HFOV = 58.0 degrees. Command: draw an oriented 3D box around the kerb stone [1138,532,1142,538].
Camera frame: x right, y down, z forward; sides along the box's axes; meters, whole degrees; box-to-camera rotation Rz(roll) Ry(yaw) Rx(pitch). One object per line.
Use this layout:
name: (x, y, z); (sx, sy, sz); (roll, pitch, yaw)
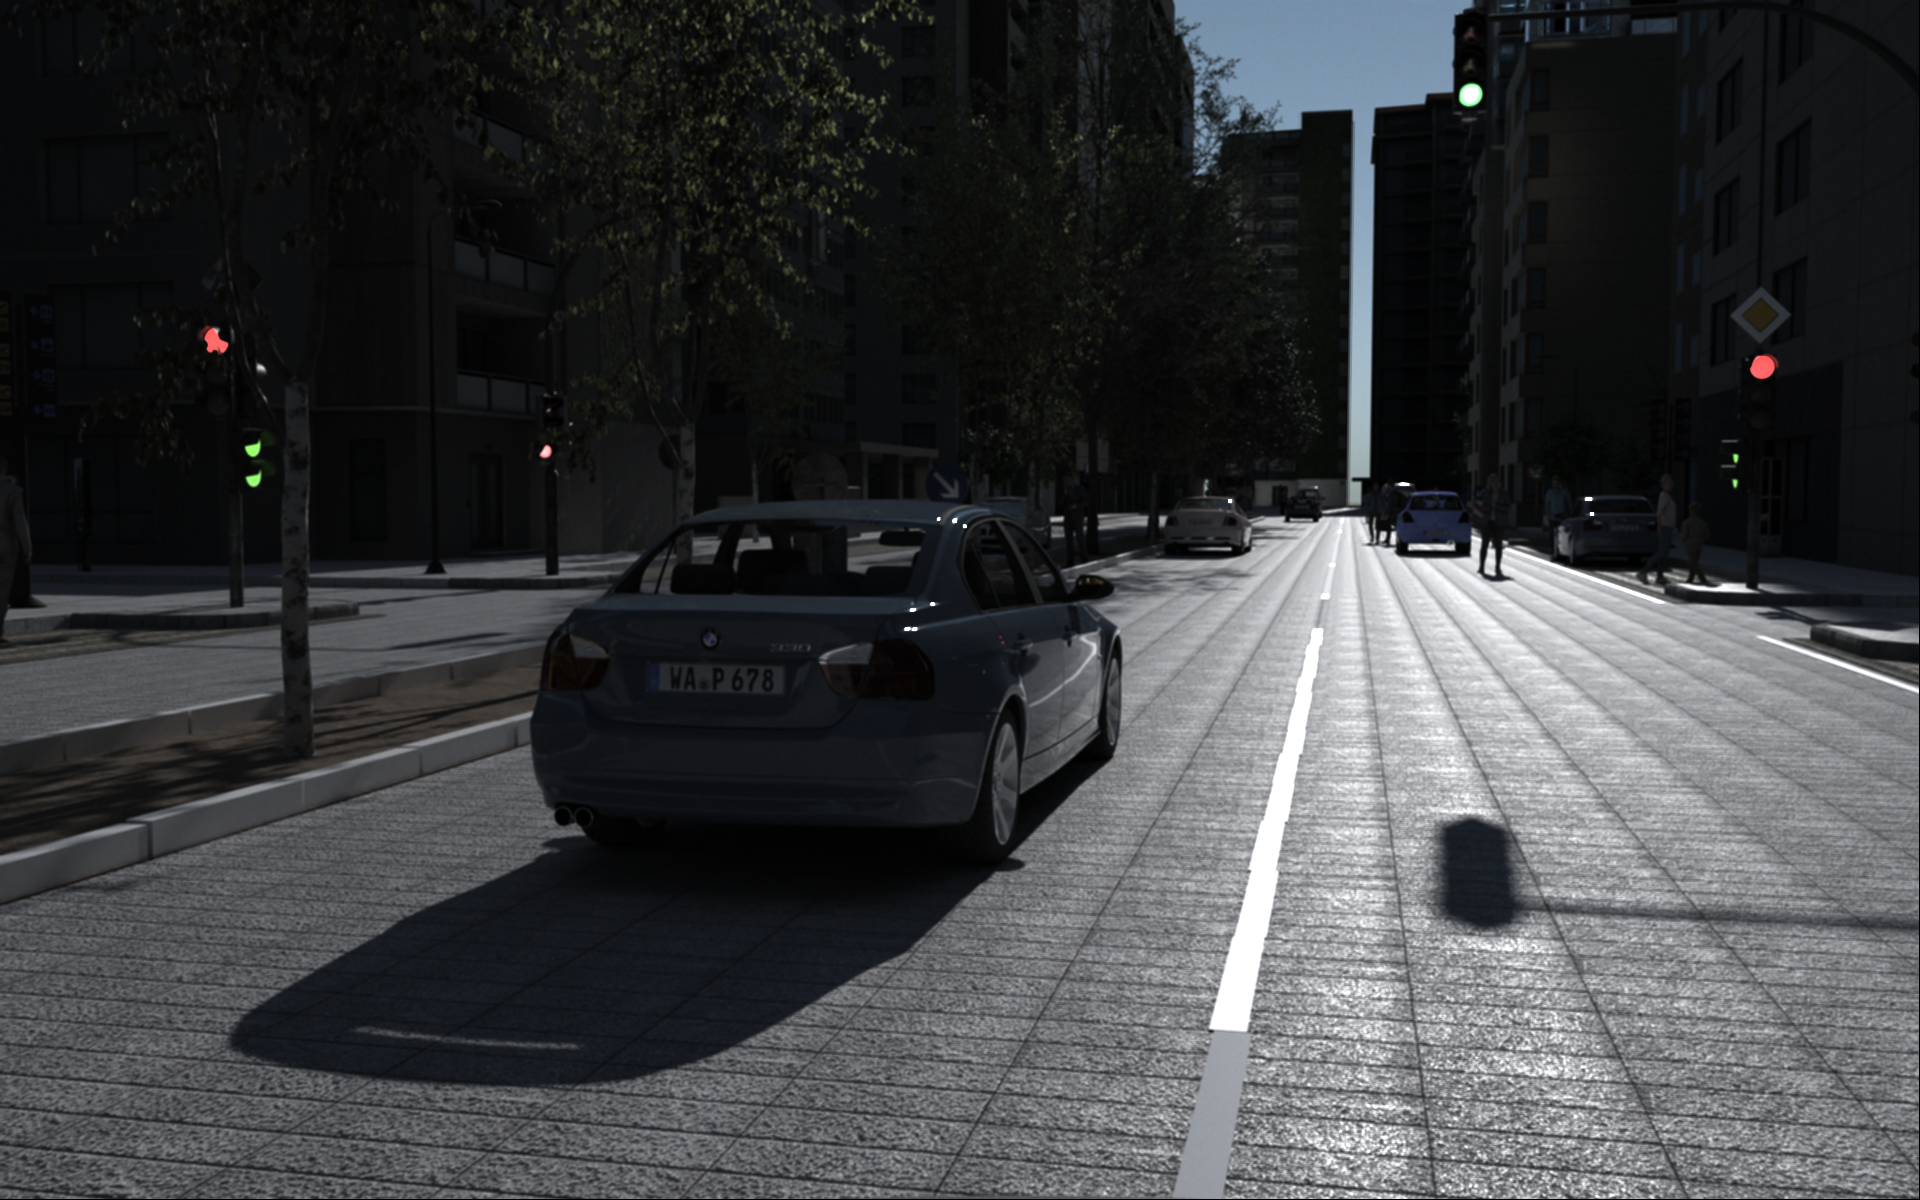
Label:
kerb stone: (5.709, -2.087, 56.324); (0.120, 0.150, 1.000); (1, 4, 13)

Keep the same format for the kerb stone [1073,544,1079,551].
kerb stone: (2.779, -1.291, 43.305); (0.120, 0.150, 1.000); (1, 4, 13)

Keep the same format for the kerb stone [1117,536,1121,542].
kerb stone: (4.580, -1.781, 51.316); (0.120, 0.150, 1.000); (1, 4, 13)

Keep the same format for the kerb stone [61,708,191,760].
kerb stone: (-4.732, 0.760, 9.770); (0.120, 0.150, 1.000); (1, 4, 13)

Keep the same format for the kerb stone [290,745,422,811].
kerb stone: (-2.906, 0.856, 8.302); (0.120, 0.150, 1.000); (1, 4, 13)

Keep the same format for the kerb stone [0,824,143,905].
kerb stone: (-3.347, 0.983, 6.307); (0.120, 0.150, 1.000); (1, 4, 13)

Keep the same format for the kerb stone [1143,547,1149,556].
kerb stone: (4.169, -1.080, 39.852); (0.120, 0.150, 1.000); (1, 4, 13)

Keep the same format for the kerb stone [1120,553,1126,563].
kerb stone: (3.271, -0.835, 35.846); (0.120, 0.150, 1.000); (1, 4, 13)

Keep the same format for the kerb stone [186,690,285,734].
kerb stone: (-4.507, 0.699, 10.772); (0.120, 0.150, 1.000); (1, 4, 13)

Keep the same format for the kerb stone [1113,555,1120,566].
kerb stone: (3.045, -0.773, 34.841); (0.120, 0.150, 1.000); (1, 4, 13)

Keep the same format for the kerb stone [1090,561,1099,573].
kerb stone: (2.372, -0.590, 31.845); (0.120, 0.150, 1.000); (1, 4, 13)

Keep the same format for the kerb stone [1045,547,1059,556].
kerb stone: (2.107, -1.103, 40.299); (0.120, 0.150, 1.000); (1, 4, 13)

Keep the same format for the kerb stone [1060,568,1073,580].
kerb stone: (1.697, -0.407, 28.844); (0.120, 0.150, 1.000); (1, 4, 13)

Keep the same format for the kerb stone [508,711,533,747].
kerb stone: (-2.451, 0.727, 10.303); (0.120, 0.150, 1.000); (1, 4, 13)

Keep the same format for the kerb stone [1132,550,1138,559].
kerb stone: (3.718, -0.958, 37.858); (0.120, 0.150, 1.000); (1, 4, 13)

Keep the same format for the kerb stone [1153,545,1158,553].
kerb stone: (4.612, -1.199, 41.848); (0.120, 0.150, 1.000); (1, 4, 13)

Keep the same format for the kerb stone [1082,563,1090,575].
kerb stone: (2.145, -0.529, 30.848); (0.120, 0.150, 1.000); (1, 4, 13)

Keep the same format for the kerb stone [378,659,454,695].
kerb stone: (-4.055, 0.577, 12.766); (0.120, 0.150, 1.000); (1, 4, 13)

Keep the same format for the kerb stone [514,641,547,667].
kerb stone: (-3.607, 0.455, 14.760); (0.120, 0.150, 1.000); (1, 4, 13)

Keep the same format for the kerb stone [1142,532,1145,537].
kerb stone: (5.926, -2.147, 57.324); (0.120, 0.150, 1.000); (1, 4, 13)

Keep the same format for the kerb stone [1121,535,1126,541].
kerb stone: (4.807, -1.841, 52.318); (0.120, 0.150, 1.000); (1, 4, 13)

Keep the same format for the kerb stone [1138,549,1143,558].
kerb stone: (3.935, -1.019, 38.857); (0.120, 0.150, 1.000); (1, 4, 13)

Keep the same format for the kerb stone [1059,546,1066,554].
kerb stone: (2.333, -1.168, 41.296); (0.120, 0.150, 1.000); (1, 4, 13)

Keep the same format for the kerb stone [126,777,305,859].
kerb stone: (-3.120, 0.911, 7.302); (0.120, 0.150, 1.000); (1, 4, 13)

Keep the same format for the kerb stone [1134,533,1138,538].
kerb stone: (5.483, -2.026, 55.315); (0.120, 0.150, 1.000); (1, 4, 13)

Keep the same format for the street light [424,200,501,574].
street light: (-7.936, -3.370, 27.648); (1.470, 5.913, 1.316); (1, 4, 13)

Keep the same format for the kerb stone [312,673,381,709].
kerb stone: (-4.281, 0.641, 11.769); (0.120, 0.150, 1.000); (1, 4, 13)

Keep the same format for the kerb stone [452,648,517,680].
kerb stone: (-3.828, 0.518, 13.762); (0.120, 0.150, 1.000); (1, 4, 13)

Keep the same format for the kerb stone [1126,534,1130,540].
kerb stone: (5.030, -1.903, 53.315); (0.120, 0.150, 1.000); (1, 4, 13)

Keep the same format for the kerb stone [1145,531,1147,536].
kerb stone: (6.155, -2.209, 58.321); (0.120, 0.150, 1.000); (1, 4, 13)

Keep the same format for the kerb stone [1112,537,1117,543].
kerb stone: (4.363, -1.720, 50.312); (0.120, 0.150, 1.000); (1, 4, 13)

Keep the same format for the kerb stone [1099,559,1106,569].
kerb stone: (2.592, -0.651, 32.844); (0.120, 0.150, 1.000); (1, 4, 13)

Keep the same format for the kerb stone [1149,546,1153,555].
kerb stone: (4.386, -1.136, 40.852); (0.120, 0.150, 1.000); (1, 4, 13)

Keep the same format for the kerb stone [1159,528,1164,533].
kerb stone: (7.721, -2.638, 65.327); (0.120, 0.150, 1.000); (1, 4, 13)

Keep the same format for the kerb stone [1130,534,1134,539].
kerb stone: (5.251, -1.957, 54.320); (0.120, 0.150, 1.000); (1, 4, 13)

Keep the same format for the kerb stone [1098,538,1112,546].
kerb stone: (4.130, -1.655, 49.317); (0.120, 0.150, 1.000); (1, 4, 13)

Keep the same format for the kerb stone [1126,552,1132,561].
kerb stone: (3.487, -0.896, 36.851); (0.120, 0.150, 1.000); (1, 4, 13)

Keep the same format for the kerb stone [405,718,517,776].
kerb stone: (-2.682, 0.788, 9.305); (0.120, 0.150, 1.000); (1, 4, 13)

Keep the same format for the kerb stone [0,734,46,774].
kerb stone: (-4.955, 0.821, 8.772); (0.120, 0.150, 1.000); (1, 4, 13)

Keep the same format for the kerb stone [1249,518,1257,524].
kerb stone: (14.702, -3.956, 86.872); (0.120, 0.150, 1.000); (1, 4, 13)

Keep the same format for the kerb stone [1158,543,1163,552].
kerb stone: (4.838, -1.263, 42.852); (0.120, 0.150, 1.000); (1, 4, 13)

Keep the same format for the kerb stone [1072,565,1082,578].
kerb stone: (1.923, -0.468, 29.846); (0.120, 0.150, 1.000); (1, 4, 13)

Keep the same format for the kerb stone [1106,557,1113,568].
kerb stone: (2.823, -0.710, 33.843); (0.120, 0.150, 1.000); (1, 4, 13)
